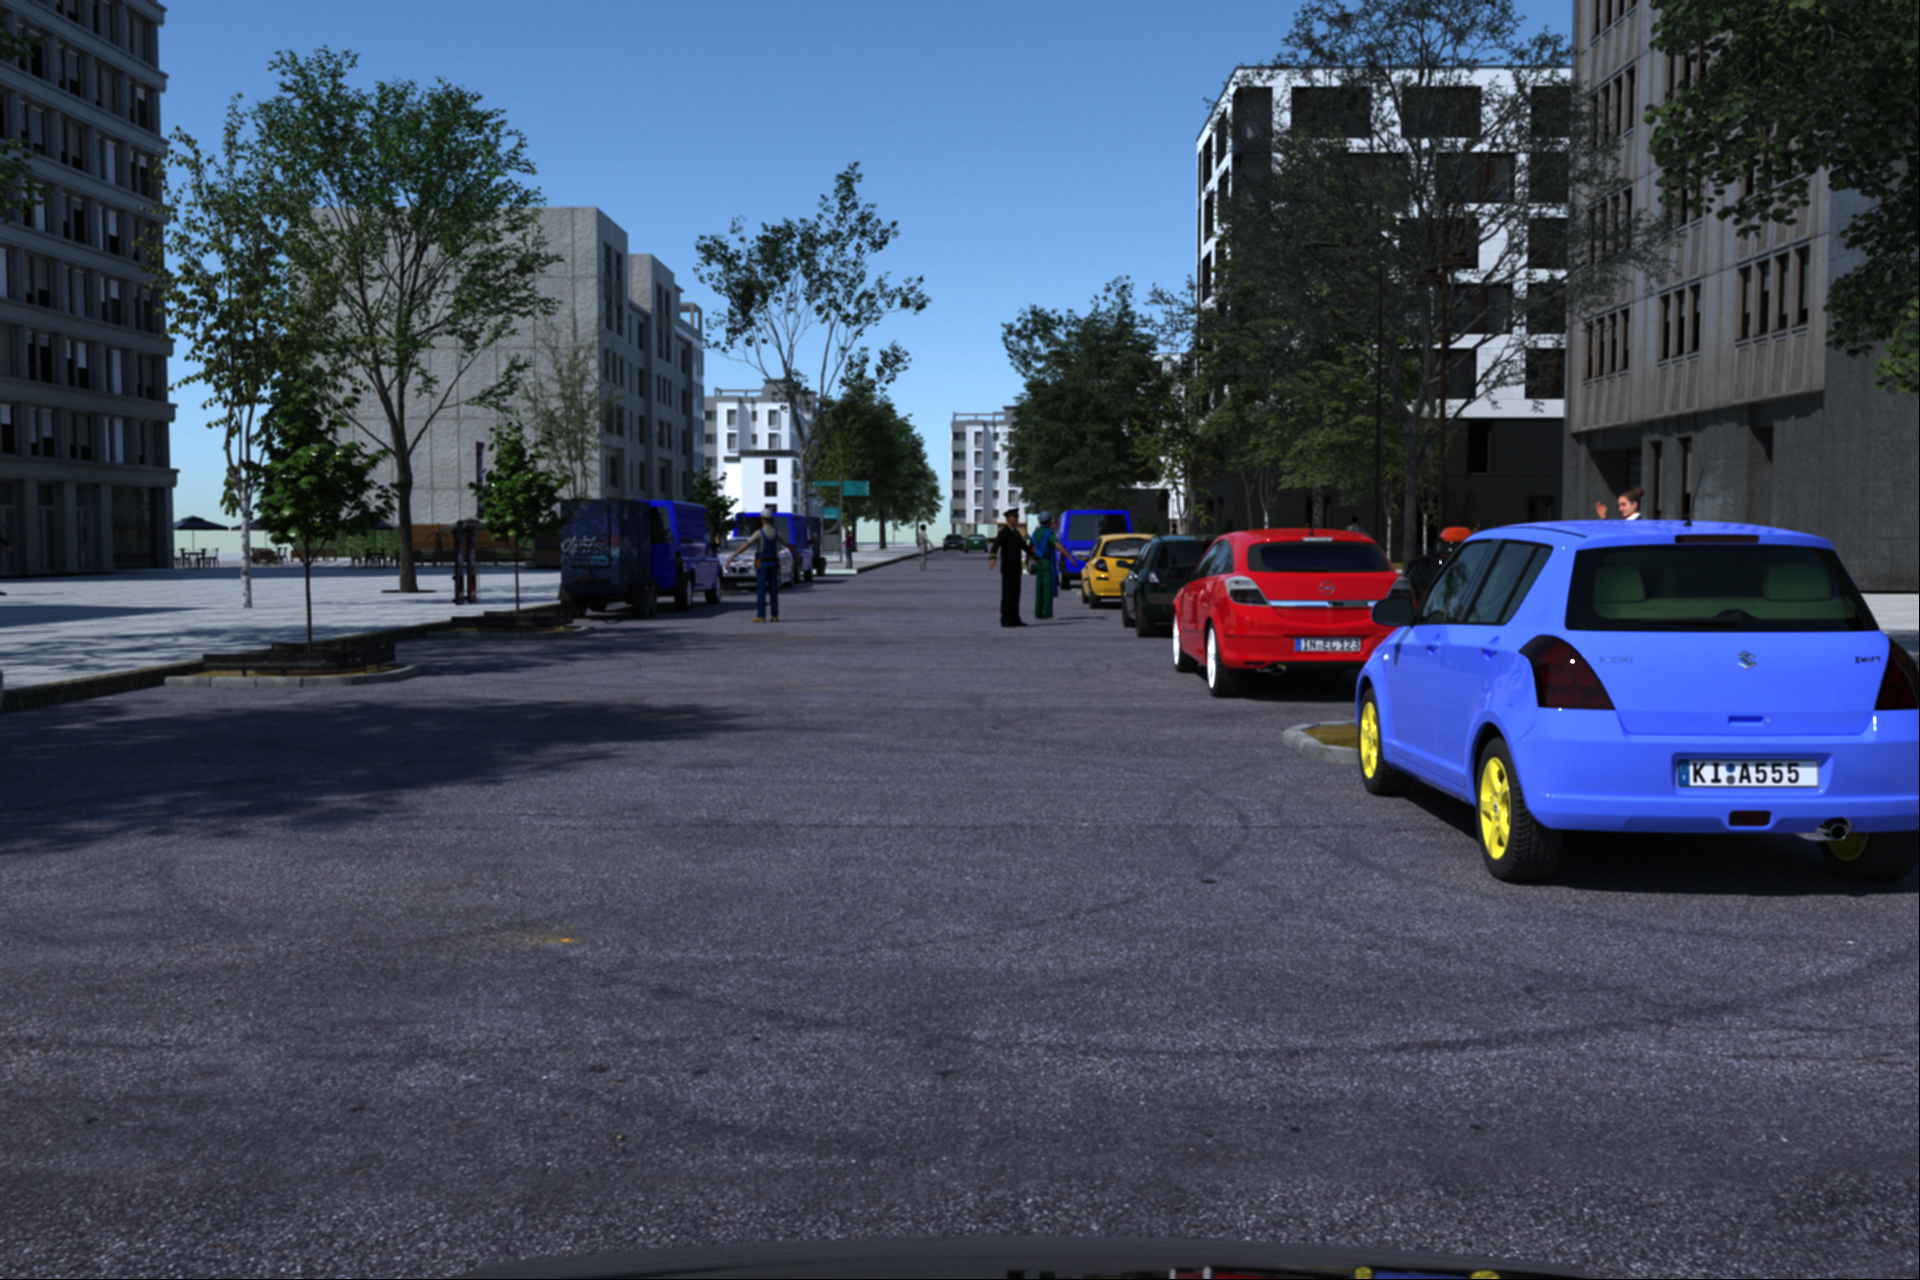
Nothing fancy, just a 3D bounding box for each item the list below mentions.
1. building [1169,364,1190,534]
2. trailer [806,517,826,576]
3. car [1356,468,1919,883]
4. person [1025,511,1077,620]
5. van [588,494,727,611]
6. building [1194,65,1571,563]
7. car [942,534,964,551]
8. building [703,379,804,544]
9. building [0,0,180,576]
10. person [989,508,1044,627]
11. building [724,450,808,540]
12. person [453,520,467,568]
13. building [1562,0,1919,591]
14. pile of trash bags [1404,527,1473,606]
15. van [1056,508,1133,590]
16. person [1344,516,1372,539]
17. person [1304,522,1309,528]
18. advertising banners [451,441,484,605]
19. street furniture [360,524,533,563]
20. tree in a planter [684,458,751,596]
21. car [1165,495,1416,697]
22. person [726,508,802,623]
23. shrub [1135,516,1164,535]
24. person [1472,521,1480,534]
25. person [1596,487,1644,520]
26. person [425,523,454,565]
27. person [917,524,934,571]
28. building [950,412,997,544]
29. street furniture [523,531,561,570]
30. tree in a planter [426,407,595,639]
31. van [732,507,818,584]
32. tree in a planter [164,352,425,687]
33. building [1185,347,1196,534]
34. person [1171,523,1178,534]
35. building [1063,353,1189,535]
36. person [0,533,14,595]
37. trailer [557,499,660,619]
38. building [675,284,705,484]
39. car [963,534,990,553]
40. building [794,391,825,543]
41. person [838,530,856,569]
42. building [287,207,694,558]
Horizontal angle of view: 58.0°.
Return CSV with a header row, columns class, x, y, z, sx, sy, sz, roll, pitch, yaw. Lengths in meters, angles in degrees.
class,x,y,z,sx,sy,sz,roll,pitch,yaw
building,28.135,-20.405,190.042,16.016,20.090,11.380,0,4,1
trailer,-5.376,-3.139,58.374,1.471,1.999,3.904,0,4,1
car,3.060,0.071,8.428,1.945,1.707,3.694,0,4,1
person,1.449,-1.239,28.842,0.704,1.817,1.347,-2,4,-34
van,-5.897,-1.795,33.733,2.240,2.365,5.245,0,4,1
building,26.202,-15.182,92.203,27.936,21.610,32.646,0,4,1
car,-0.527,-8.379,146.777,2.009,1.686,4.222,0,4,1
building,-25.373,-21.741,211.882,16.016,20.090,11.380,0,4,1
building,-30.909,-12.476,50.651,8.464,21.280,15.925,0,4,1
person,0.819,-1.123,26.753,0.705,1.837,1.347,3,4,37
building,-20.908,-14.959,186.732,9.099,9.664,28.070,0,4,1
person,-18.896,-3.635,65.553,0.705,1.813,1.348,-3,5,-39
building,25.605,-14.002,46.195,12.078,24.872,19.932,0,4,1
pile of trash bags,6.254,-0.669,20.697,1.912,1.369,3.447,0,4,1
van,3.526,-2.552,46.108,2.240,2.365,5.245,0,4,1
person,11.816,-2.802,51.972,1.344,1.810,0.704,0,4,4
person,14.868,-4.158,74.210,0.704,1.802,1.346,3,5,41
advertising banners,-9.103,-2.201,32.179,0.090,3.025,2.074,0,4,1
street furniture,-22.023,-4.514,80.651,11.010,1.723,9.812,-1,4,-20
tree in a planter,-6.003,-2.668,40.840,1.991,3.239,1.994,0,4,2
car,3.109,-0.468,16.689,2.155,1.783,4.494,0,4,1
person,-3.146,-1.213,28.151,1.347,1.847,0.705,-2,4,-31
shrub,8.424,-4.511,77.802,1.661,2.075,1.752,0,3,0
person,17.990,-3.260,60.053,0.721,1.744,1.215,2,4,33
person,6.268,-0.598,16.616,0.445,1.727,0.742,-2,4,-25
person,-21.568,-3.970,71.712,1.217,1.733,0.721,-3,5,-39
person,-1.398,-3.563,66.898,0.705,1.806,1.347,-2,4,-26
building,-1.164,-24.510,259.609,11.380,20.090,16.016,0,4,5
street furniture,-12.315,-3.667,66.814,9.812,1.723,11.010,-1,4,-15
tree in a planter,-6.284,-1.668,24.496,1.991,3.239,1.994,0,4,1
van,-5.489,-2.873,51.352,2.240,2.365,5.245,0,4,1
tree in a planter,-6.466,-1.217,17.121,1.991,3.239,1.994,0,4,1
building,28.440,-18.717,136.953,19.493,23.208,18.063,0,4,1
person,10.729,-4.953,87.119,0.704,1.843,1.345,1,4,23
building,26.373,-22.498,211.813,27.936,21.610,32.646,0,4,1
person,-20.217,-1.846,36.226,0.704,1.823,1.345,0,4,-5
trailer,-6.017,-1.339,28.948,1.471,1.999,3.904,0,4,1
building,-26.494,-16.824,131.495,16.016,20.090,11.380,0,4,1
car,1.280,-7.568,135.531,2.131,1.459,4.920,0,4,1
building,-24.139,-22.802,229.237,16.016,20.090,11.380,0,4,1
person,-4.154,-3.350,64.035,0.599,1.433,0.991,3,4,37
building,-27.817,-14.876,109.679,16.747,18.905,31.486,0,4,1
